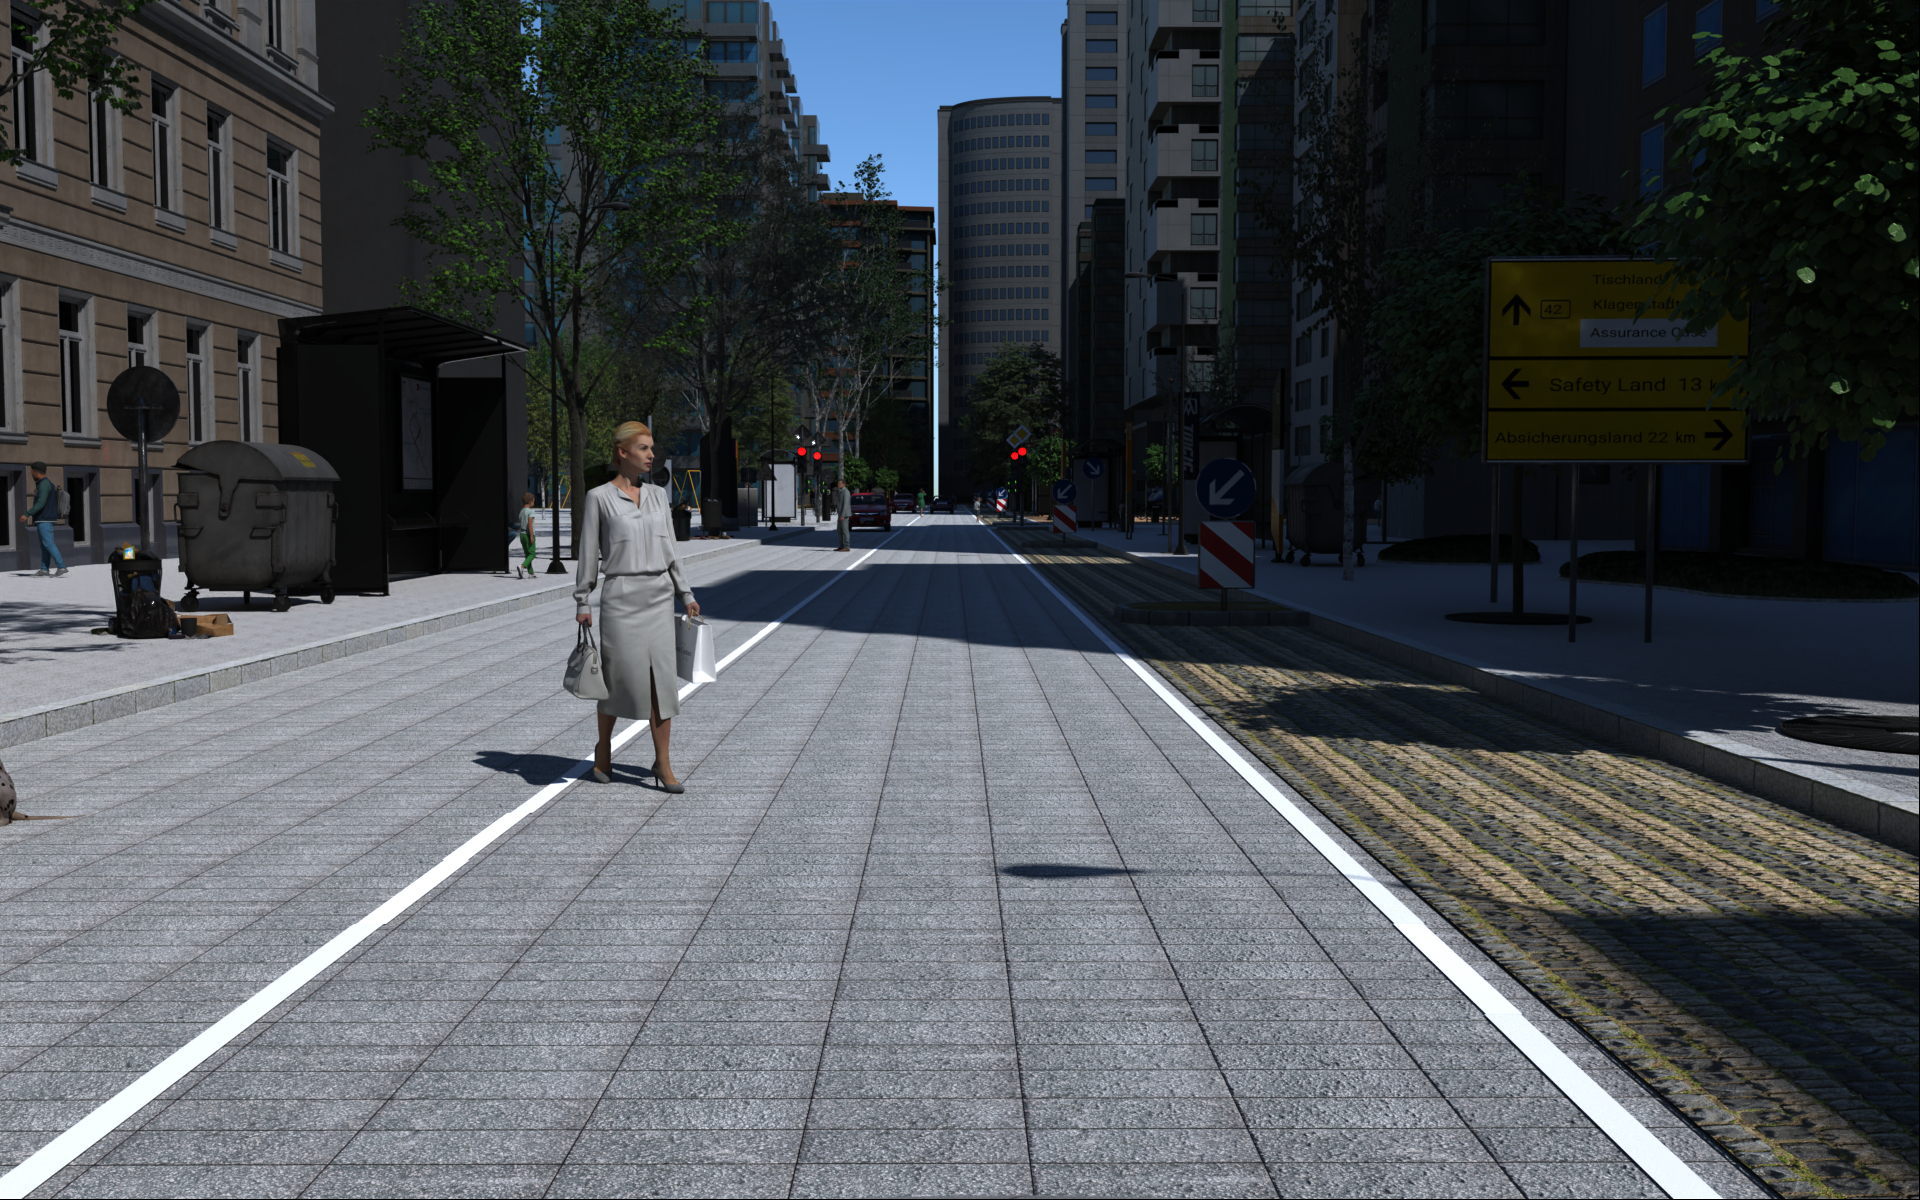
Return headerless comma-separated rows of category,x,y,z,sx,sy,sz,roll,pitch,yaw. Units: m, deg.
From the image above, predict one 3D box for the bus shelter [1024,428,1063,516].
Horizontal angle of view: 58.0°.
bus shelter,5.232,-7.688,103.323,2.179,5.291,8.768,0,4,0

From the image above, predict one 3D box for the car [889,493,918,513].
car,-4.193,-7.393,129.915,2.155,1.783,4.494,0,4,1

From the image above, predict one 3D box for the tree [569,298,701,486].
tree,-11.765,-6.907,63.298,4.360,8.622,3.978,0,3,0

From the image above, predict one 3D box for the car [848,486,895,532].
car,-3.596,-3.578,67.534,2.155,1.783,4.494,0,4,-2

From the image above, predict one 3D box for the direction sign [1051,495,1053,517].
direction sign,5.179,-6.435,97.211,0.876,3.537,0.379,-1,4,-11

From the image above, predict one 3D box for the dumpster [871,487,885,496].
dumpster,-7.218,-8.901,151.288,1.264,1.857,1.865,0,4,0

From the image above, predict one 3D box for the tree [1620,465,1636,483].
tree,17.759,-5.738,44.180,4.360,8.622,3.978,0,3,0

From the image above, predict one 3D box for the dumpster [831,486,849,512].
dumpster,-8.707,-7.331,125.614,1.264,1.857,1.865,0,4,0

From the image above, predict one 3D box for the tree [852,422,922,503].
tree,-8.535,-16.681,207.143,8.767,10.594,7.601,-2,4,-27

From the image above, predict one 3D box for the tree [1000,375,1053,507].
tree,4.968,-16.944,187.403,12.009,13.543,11.850,0,3,0

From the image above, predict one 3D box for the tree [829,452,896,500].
tree,-8.039,-8.936,129.810,4.285,4.588,4.351,0,3,0

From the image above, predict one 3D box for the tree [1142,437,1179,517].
tree,11.730,-6.899,96.507,4.285,4.588,4.351,0,3,0

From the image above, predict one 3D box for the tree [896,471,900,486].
tree,-8.371,-12.907,194.742,4.285,4.588,4.351,0,3,0

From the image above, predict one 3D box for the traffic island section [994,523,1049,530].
traffic island section,2.507,-2.894,69.592,2.009,0.180,2.903,0,4,0

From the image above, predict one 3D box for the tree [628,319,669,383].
tree,-22.314,-17.599,143.635,12.611,20.169,13.585,0,3,0

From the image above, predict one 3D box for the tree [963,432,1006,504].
tree,4.935,-18.523,219.852,9.611,12.733,9.660,0,3,0

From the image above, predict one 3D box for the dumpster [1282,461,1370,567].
dumpster,6.595,-1.555,31.179,1.264,1.857,1.865,0,4,0

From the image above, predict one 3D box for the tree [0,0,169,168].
tree,-7.084,-5.240,11.428,9.928,11.665,9.643,0,3,0

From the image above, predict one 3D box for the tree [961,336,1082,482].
tree,4.987,-14.298,140.421,9.857,13.997,8.962,0,3,0

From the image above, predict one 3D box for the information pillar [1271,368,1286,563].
information pillar,5.952,-2.511,32.406,0.183,3.616,0.504,0,4,-7

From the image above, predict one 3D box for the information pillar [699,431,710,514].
information pillar,-9.038,-4.313,61.864,0.504,3.616,0.183,-1,4,-17

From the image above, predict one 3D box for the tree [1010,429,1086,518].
tree,5.356,-6.770,94.411,4.285,4.588,4.351,0,3,0

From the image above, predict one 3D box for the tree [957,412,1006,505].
tree,3.840,-16.694,198.696,9.928,11.665,9.643,0,3,0

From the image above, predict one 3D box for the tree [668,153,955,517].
tree,-7.119,-14.731,96.739,12.611,20.169,13.585,0,3,0

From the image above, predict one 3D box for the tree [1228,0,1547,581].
tree,5.939,-4.584,25.309,4.360,8.622,3.978,0,3,0

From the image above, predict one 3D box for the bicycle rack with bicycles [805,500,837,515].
bicycle rack with bicycles,-8.127,-5.603,104.985,2.852,0.926,2.925,-2,4,-30

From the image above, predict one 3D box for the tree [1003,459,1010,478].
tree,4.501,-7.931,113.379,4.285,4.588,4.351,0,3,0

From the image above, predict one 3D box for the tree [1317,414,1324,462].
tree,5.771,-2.070,17.555,4.285,4.588,4.351,0,3,0

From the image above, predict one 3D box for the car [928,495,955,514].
car,-1.318,-6.925,125.799,1.945,1.354,3.894,0,4,-1

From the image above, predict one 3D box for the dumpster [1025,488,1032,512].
dumpster,5.460,-7.501,125.129,1.502,2.255,1.985,0,4,0

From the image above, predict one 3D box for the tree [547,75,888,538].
tree,-7.195,-8.597,50.926,12.009,13.543,11.850,0,3,0

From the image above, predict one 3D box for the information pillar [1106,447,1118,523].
information pillar,6.810,-5.266,77.449,0.504,3.616,0.183,-1,4,-10

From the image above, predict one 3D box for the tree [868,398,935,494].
tree,-8.106,-19.715,229.001,9.857,13.997,8.962,0,3,0

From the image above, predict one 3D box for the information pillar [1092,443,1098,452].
information pillar,6.250,-5.431,80.153,0.183,3.616,0.504,3,4,36

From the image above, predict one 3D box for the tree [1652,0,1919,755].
tree,5.040,-1.548,9.023,4.285,4.588,4.351,0,3,0

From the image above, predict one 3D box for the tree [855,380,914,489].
tree,-8.104,-14.307,159.678,9.928,11.665,9.643,0,3,0

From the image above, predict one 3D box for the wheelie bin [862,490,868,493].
wheelie bin,-6.757,-6.994,122.254,0.693,1.594,0.980,0,4,-1

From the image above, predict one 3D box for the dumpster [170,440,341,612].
dumpster,-7.884,-0.838,19.462,1.264,1.857,1.865,0,4,0

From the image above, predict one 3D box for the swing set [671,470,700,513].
swing set,-17.002,-7.194,115.242,3.119,2.851,2.862,-3,5,-42

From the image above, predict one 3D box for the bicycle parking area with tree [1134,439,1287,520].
bicycle parking area with tree,13.175,-6.138,87.366,9.016,4.147,8.231,3,5,42

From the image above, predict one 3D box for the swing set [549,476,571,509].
swing set,-33.770,-9.347,150.443,2.862,2.851,3.119,-2,4,-34

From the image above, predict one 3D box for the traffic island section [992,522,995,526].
traffic island section,2.463,-3.382,77.577,2.009,0.180,2.903,0,4,0

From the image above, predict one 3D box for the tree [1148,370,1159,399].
tree,9.708,-7.114,66.681,4.360,8.622,3.978,0,3,0

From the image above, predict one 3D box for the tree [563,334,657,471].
tree,-24.953,-12.512,122.694,7.486,12.596,7.792,0,3,0

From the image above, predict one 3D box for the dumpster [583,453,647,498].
dumpster,-8.265,-2.352,40.950,1.502,2.255,1.985,0,4,0
